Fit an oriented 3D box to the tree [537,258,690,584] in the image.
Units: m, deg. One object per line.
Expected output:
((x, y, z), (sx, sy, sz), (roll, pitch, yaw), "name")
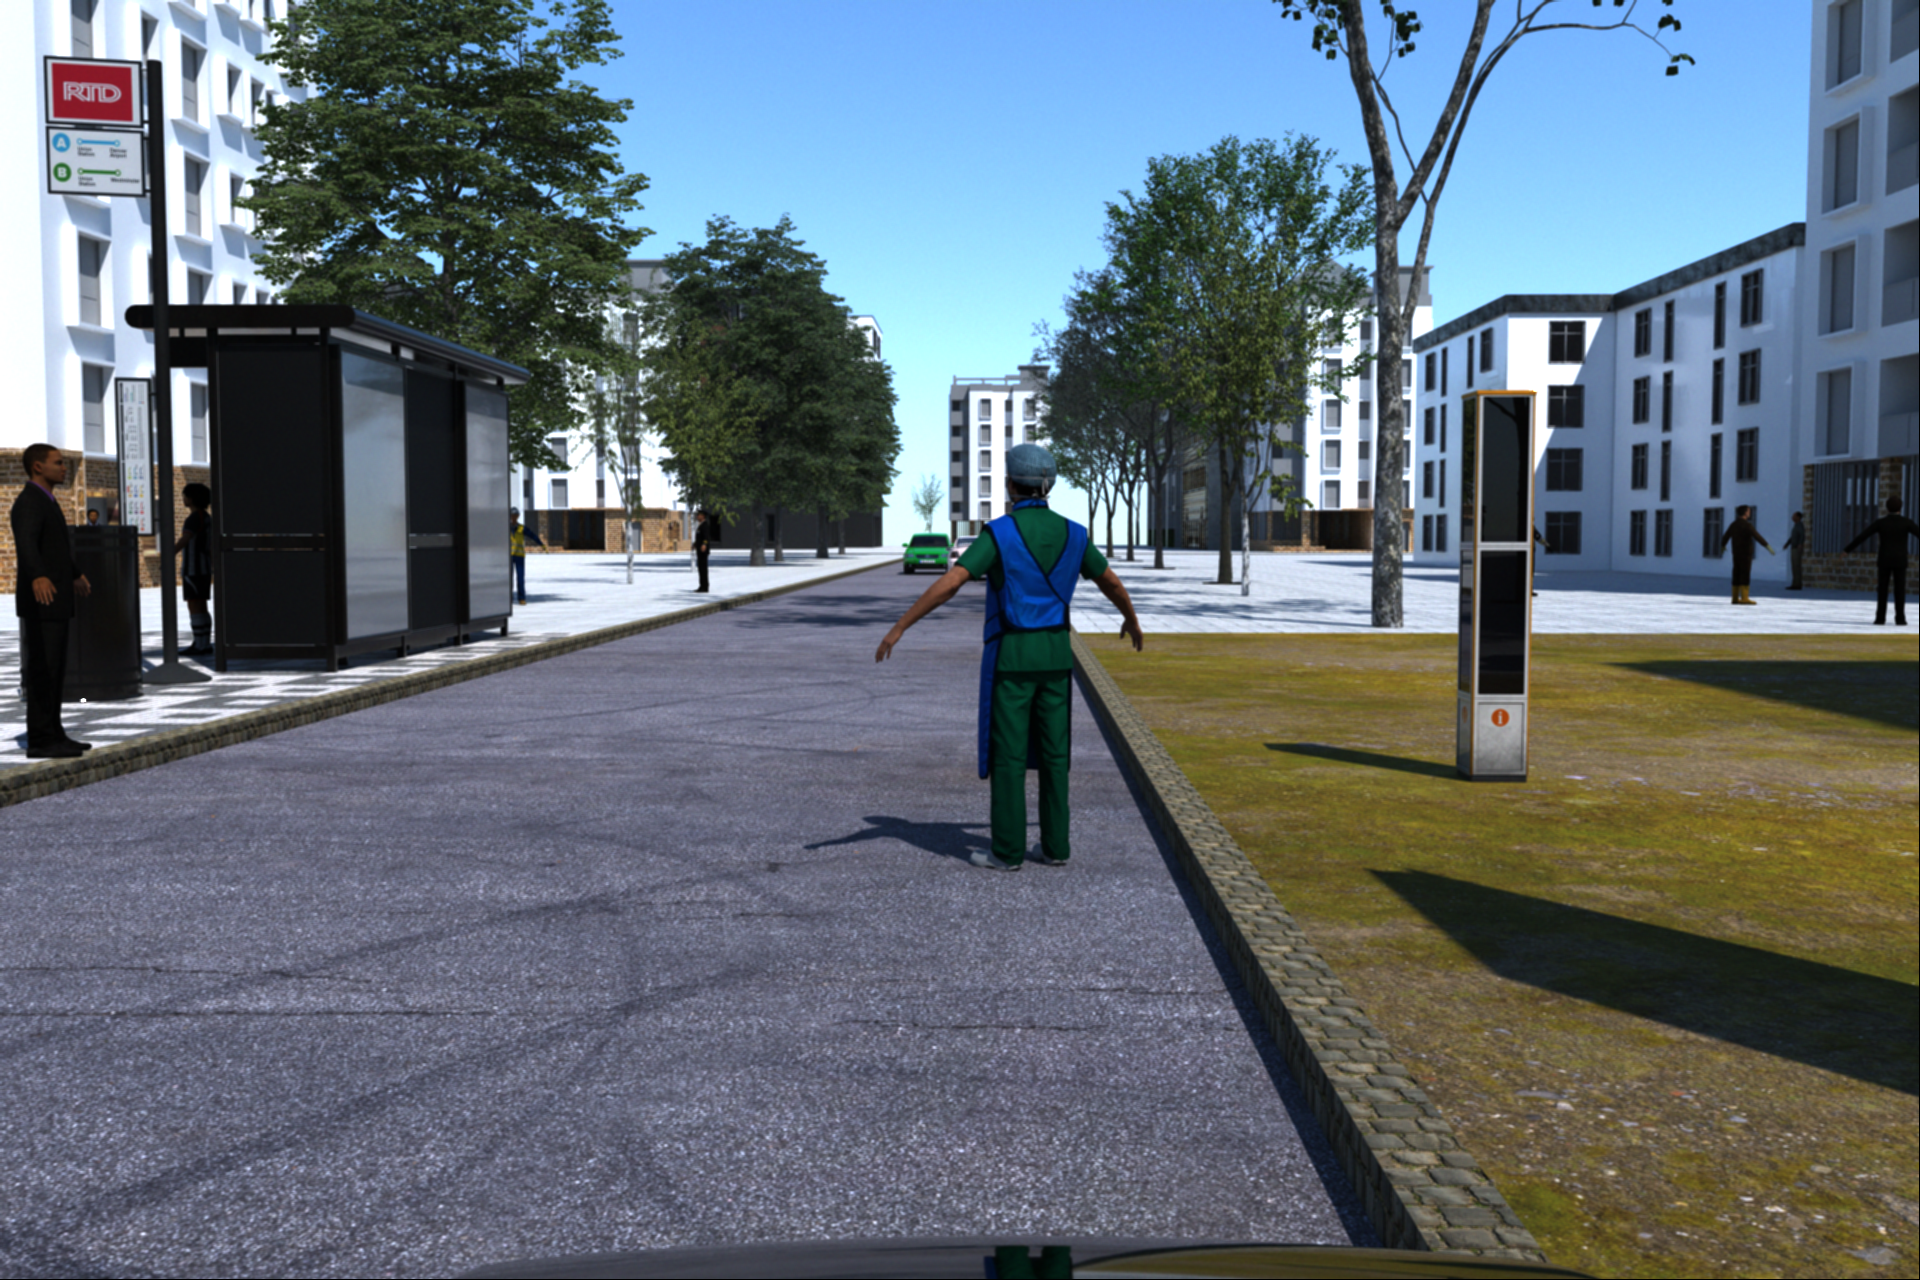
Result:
((-8.312, -5.761, 44.561), (4.360, 8.622, 3.978), (0, 3, 0), "tree")

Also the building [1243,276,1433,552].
((27.310, -16.992, 134.234), (16.016, 20.090, 11.380), (0, 4, 2), "building")

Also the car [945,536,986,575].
((0.562, -2.588, 54.675), (2.083, 1.381, 4.827), (0, 4, 2), "car")

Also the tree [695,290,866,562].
((-8.151, -9.823, 78.734), (7.486, 12.596, 7.792), (0, 3, 0), "tree")

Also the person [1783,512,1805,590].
((19.254, -2.057, 39.911), (0.705, 1.796, 1.348), (1, 4, 11), "person")

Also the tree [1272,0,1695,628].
((6.302, -10.151, 21.856), (12.611, 20.169, 13.585), (0, 3, 0), "tree")

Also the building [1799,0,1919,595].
((25.169, -11.168, 39.017), (16.016, 20.090, 11.380), (0, 4, 2), "building")

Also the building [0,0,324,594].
((-24.178, -11.137, 38.512), (16.016, 20.090, 11.380), (0, 4, 1), "building")

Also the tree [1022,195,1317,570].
((7.171, -9.313, 62.631), (12.009, 13.543, 11.850), (0, 3, 0), "tree")

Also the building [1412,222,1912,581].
((23.634, -7.258, 60.821), (9.099, 9.664, 28.070), (0, 4, 2), "building")

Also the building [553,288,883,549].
((-22.119, -19.343, 160.229), (27.936, 21.610, 32.646), (0, 4, 1), "building")

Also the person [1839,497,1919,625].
((13.148, -1.115, 24.423), (1.347, 1.806, 0.705), (2, 4, 28), "person")

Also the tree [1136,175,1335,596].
((5.799, -5.203, 35.432), (4.737, 8.622, 4.395), (0, 3, 0), "tree")

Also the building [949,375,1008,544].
((-0.890, -20.748, 198.110), (11.380, 20.090, 16.016), (0, 4, -2), "building")

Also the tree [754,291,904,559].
((-7.129, -11.206, 89.869), (9.857, 13.997, 8.962), (0, 3, 0), "tree")

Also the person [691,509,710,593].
((-5.677, -1.962, 38.006), (0.705, 1.837, 1.347), (-1, 4, -19), "person")

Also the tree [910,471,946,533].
((-3.210, -15.275, 200.115), (4.360, 8.622, 3.978), (0, 3, 0), "tree")

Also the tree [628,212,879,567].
((-8.053, -9.852, 67.735), (9.857, 13.997, 8.962), (0, 3, 0), "tree")

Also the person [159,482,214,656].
((-8.125, -0.749, 18.383), (0.704, 1.843, 1.345), (0, 4, -4), "person")

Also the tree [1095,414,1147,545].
((21.390, -21.031, 199.744), (12.611, 20.169, 13.585), (0, 3, 0), "tree")

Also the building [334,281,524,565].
((-22.590, -7.919, 71.626), (9.099, 9.664, 28.070), (0, 4, 1), "building")

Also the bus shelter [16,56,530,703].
((-6.546, -2.428, 17.331), (2.179, 5.291, 8.768), (0, 4, 1), "bus shelter")

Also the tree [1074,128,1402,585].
((6.951, -7.235, 44.041), (9.928, 11.665, 9.643), (0, 3, 0), "tree")

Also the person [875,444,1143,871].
((0.278, 0.068, 7.468), (1.347, 1.817, 0.704), (-2, 4, -30), "person")

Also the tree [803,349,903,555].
((-6.969, -11.497, 106.098), (7.486, 12.596, 7.792), (0, 3, 0), "tree")

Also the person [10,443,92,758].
((-5.263, -0.233, 10.031), (0.704, 1.802, 1.346), (-1, 4, -19), "person")

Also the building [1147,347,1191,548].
((28.255, -18.671, 171.730), (16.747, 18.905, 31.486), (0, 4, 2), "building")

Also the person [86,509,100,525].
((-15.777, -1.520, 31.577), (1.216, 1.740, 0.721), (-2, 4, -29), "person")

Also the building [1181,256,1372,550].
((29.013, -19.273, 146.043), (19.493, 23.208, 18.063), (0, 4, 1), "building")

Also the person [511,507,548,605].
((-8.067, -1.521, 31.331), (1.216, 1.772, 0.721), (0, 4, -7), "person")

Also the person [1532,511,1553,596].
((11.681, -1.827, 35.650), (1.354, 1.856, 0.705), (-2, 4, -33), "person")

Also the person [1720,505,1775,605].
((14.264, -1.553, 31.522), (0.704, 1.812, 1.346), (-1, 4, -16), "person")

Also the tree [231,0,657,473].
((-9.112, -6.891, 30.798), (7.486, 12.596, 7.792), (0, 3, 0), "tree")

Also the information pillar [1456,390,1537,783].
((2.787, -0.277, 9.024), (0.304, 2.012, 0.304), (0, 4, 2), "information pillar")

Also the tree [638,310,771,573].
((-8.663, -6.521, 56.982), (4.737, 8.622, 4.395), (0, 3, 0), "tree")

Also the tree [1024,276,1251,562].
((7.875, -10.397, 80.366), (12.009, 13.543, 11.850), (0, 3, 0), "tree")

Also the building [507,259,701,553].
((-25.180, -16.157, 120.580), (16.016, 20.090, 11.380), (0, 4, 1), "building")

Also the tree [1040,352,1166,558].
((8.130, -10.221, 92.874), (9.928, 11.665, 9.643), (0, 3, 0), "tree")

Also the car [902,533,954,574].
((-1.080, -3.306, 62.842), (1.959, 1.807, 4.718), (0, 4, 2), "car")

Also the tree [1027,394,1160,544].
((7.998, -10.854, 103.217), (9.928, 11.665, 9.643), (0, 3, 0), "tree")
